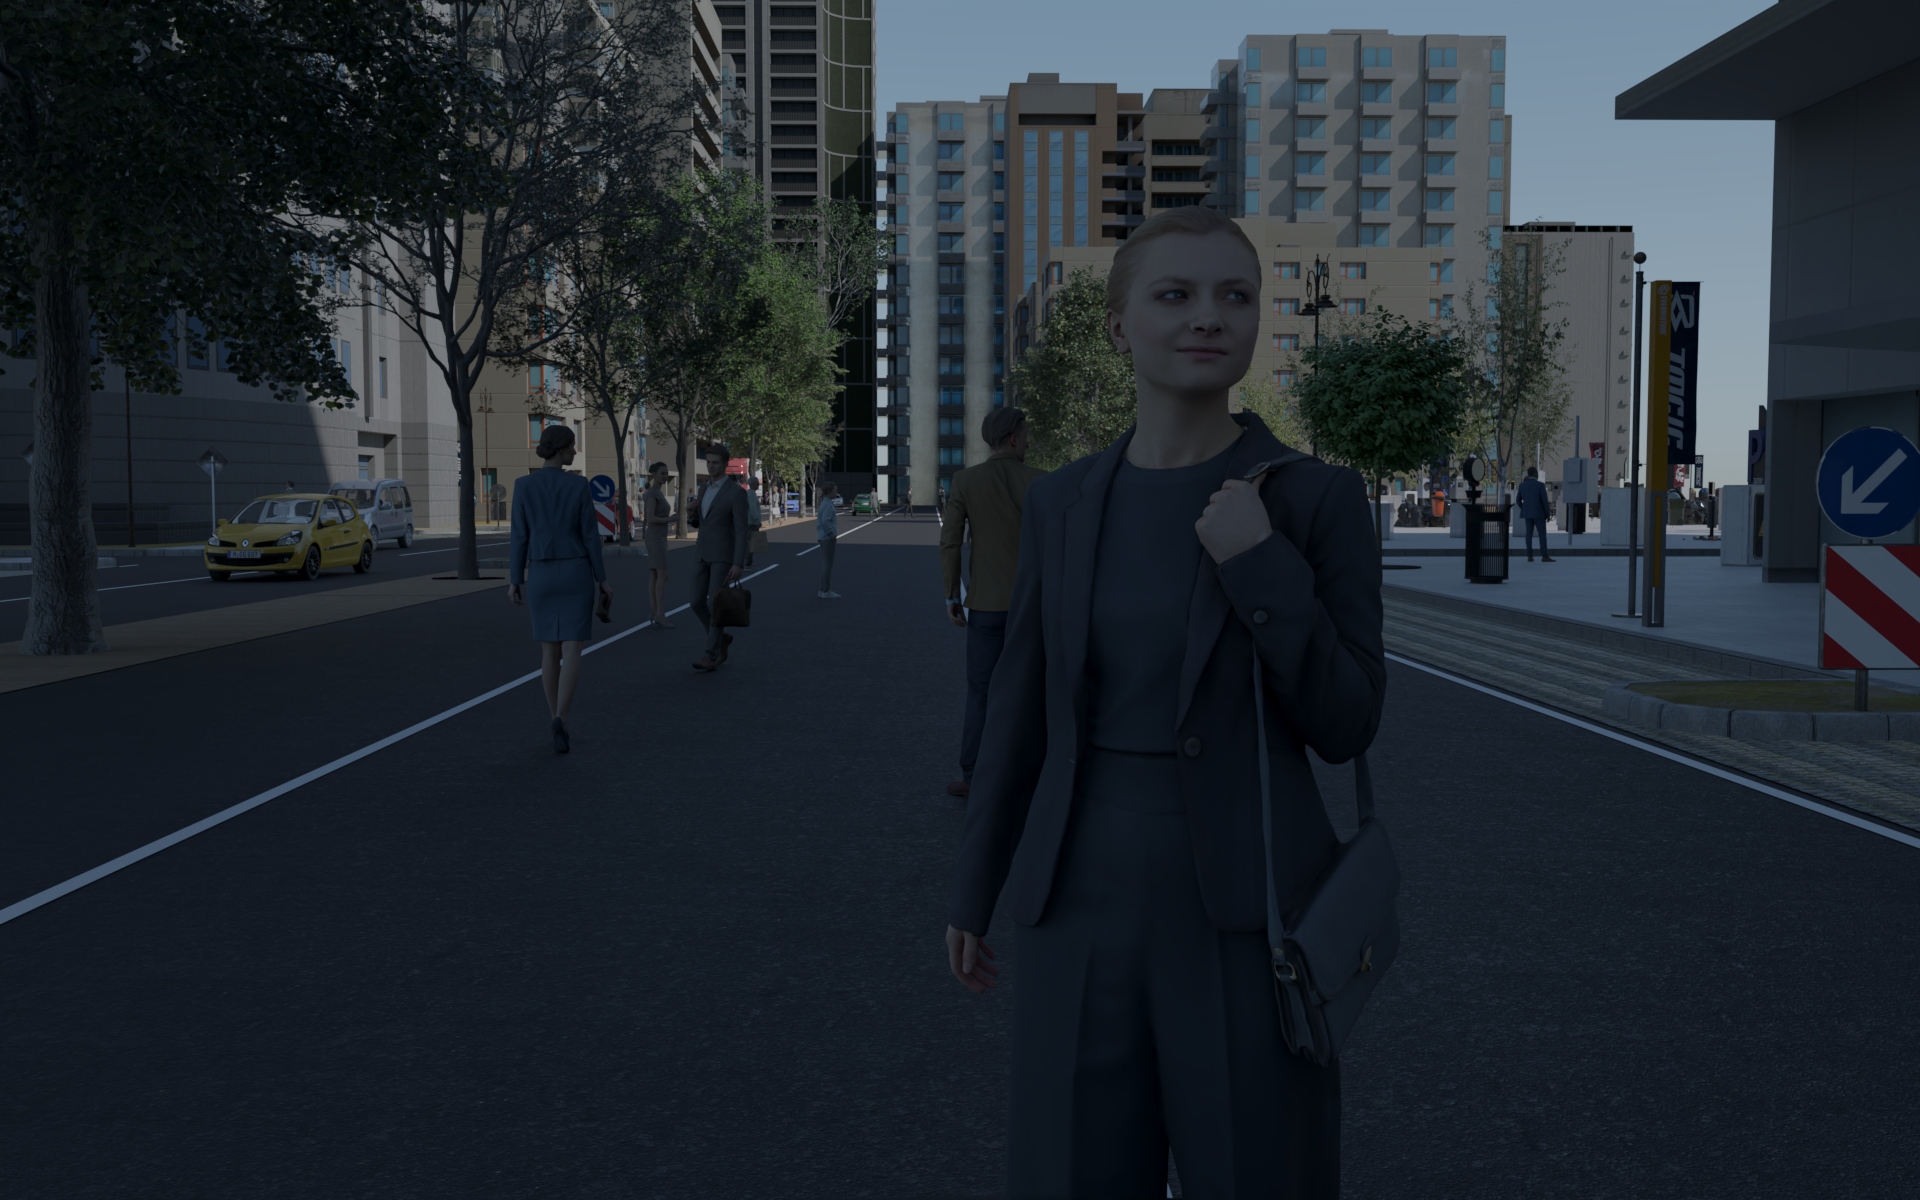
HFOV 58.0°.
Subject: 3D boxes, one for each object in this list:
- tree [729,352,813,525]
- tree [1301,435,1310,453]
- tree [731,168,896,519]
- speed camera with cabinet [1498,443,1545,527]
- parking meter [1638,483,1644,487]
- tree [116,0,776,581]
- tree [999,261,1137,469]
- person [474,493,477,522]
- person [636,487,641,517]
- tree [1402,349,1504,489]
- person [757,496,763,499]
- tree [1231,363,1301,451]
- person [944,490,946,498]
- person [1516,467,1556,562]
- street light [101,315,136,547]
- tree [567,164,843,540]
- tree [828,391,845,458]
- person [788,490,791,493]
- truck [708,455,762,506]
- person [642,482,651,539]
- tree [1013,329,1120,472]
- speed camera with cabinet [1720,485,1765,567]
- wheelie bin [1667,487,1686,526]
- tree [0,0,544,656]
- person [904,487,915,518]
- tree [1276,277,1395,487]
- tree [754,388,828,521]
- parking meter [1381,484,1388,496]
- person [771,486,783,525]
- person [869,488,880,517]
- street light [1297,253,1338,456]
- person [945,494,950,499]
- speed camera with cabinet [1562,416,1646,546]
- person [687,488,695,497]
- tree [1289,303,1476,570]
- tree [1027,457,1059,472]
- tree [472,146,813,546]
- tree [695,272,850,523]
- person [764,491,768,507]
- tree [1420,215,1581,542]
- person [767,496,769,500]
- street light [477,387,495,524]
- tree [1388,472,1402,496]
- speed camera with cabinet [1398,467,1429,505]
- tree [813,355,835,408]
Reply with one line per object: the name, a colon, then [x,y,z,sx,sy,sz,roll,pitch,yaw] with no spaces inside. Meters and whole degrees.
tree: [-8.811,-7.809,80.490,4.737,8.622,4.395,0,3,0]
tree: [19.484,-9.532,106.203,4.737,8.622,4.395,0,3,0]
tree: [-10.447,-14.858,101.279,12.611,20.169,13.585,0,3,0]
speed camera with cabinet: [22.063,-4.512,68.105,0.660,3.252,2.038,-2,4,-24]
parking meter: [36.792,-5.387,93.794,0.399,1.863,0.255,0,4,-4]
tree: [-8.166,-7.065,28.337,12.009,13.543,11.850,0,3,0]
tree: [6.659,-10.295,85.323,9.611,12.733,9.660,0,3,0]
person: [-22.130,-4.415,78.416,0.419,1.800,0.721,1,4,18]
person: [-18.258,-5.534,98.986,0.388,1.821,0.555,2,4,25]
tree: [24.503,-8.225,84.837,4.737,8.622,4.395,0,3,0]
person: [-17.686,-8.649,150.624,1.217,1.736,0.721,-1,4,-21]
tree: [16.340,-8.874,95.456,4.737,8.622,4.395,0,3,0]
person: [-1.801,-11.036,188.570,0.705,1.869,1.348,-1,4,-22]
person: [10.903,-1.627,32.825,0.721,1.800,0.419,3,4,36]
street light: [-19.990,-4.211,41.637,0.468,5.910,1.993,0,4,-1]
tree: [-8.616,-7.683,53.825,9.928,11.665,9.643,0,3,0]
tree: [-9.347,-9.627,110.219,4.360,8.622,3.978,0,3,0]
person: [-16.948,-10.029,172.100,1.348,1.869,0.705,1,4,21]
truck: [-16.400,-8.456,127.169,2.839,4.237,11.283,0,4,0]
person: [-9.872,-2.843,55.161,0.511,1.800,0.466,2,4,28]
tree: [7.060,-11.528,106.607,7.486,12.596,7.792,0,3,0]
speed camera with cabinet: [14.591,-2.256,31.227,2.038,3.252,0.660,-2,4,-34]
wheelie bin: [29.217,-3.840,70.684,0.693,1.594,0.980,1,4,17]
tree: [-8.092,-6.493,15.277,9.857,13.997,8.962,0,3,0]
person: [-2.975,-5.802,103.146,0.755,1.850,0.659,0,4,5]
tree: [12.831,-6.575,57.856,4.360,8.622,3.978,0,3,0]
tree: [-9.360,-8.557,92.725,4.360,8.622,3.978,0,3,0]
parking meter: [25.419,-5.990,103.641,0.399,1.863,0.255,3,4,36]
person: [-8.354,-4.277,78.789,0.624,1.780,0.694,-1,4,-9]
person: [-5.423,-6.132,108.858,0.694,1.812,0.767,-3,4,-37]
street light: [6.880,-3.712,33.486,0.468,5.910,1.993,0,4,-1]
person: [-0.873,-9.641,166.845,1.217,1.735,0.721,2,4,26]
speed camera with cabinet: [16.135,-2.994,43.288,0.660,3.252,2.038,-3,4,-39]
person: [-13.587,-4.826,88.073,0.731,1.740,0.598,0,4,-1]
tree: [7.344,-2.832,30.010,4.285,4.588,4.351,0,3,0]
tree: [5.470,-8.072,115.694,4.285,4.588,4.351,0,3,0]
tree: [-8.488,-6.552,43.997,8.767,10.594,7.601,0,4,-1]
tree: [-9.425,-10.151,86.561,7.486,12.596,7.792,0,3,0]
person: [-19.505,-10.085,174.308,0.530,1.710,0.541,2,4,29]
tree: [14.510,-5.878,46.470,4.360,8.622,3.978,0,3,0]
person: [-13.430,-7.129,125.056,1.348,1.824,0.705,-3,5,-39]
street light: [-20.412,-6.234,74.713,0.468,5.910,1.993,0,4,-1]
tree: [22.604,-8.570,90.477,4.737,8.622,4.395,0,3,0]
speed camera with cabinet: [26.210,-6.449,99.783,2.038,3.252,0.660,-2,4,-27]
tree: [-8.662,-7.696,62.705,8.767,10.594,7.601,0,4,-1]
